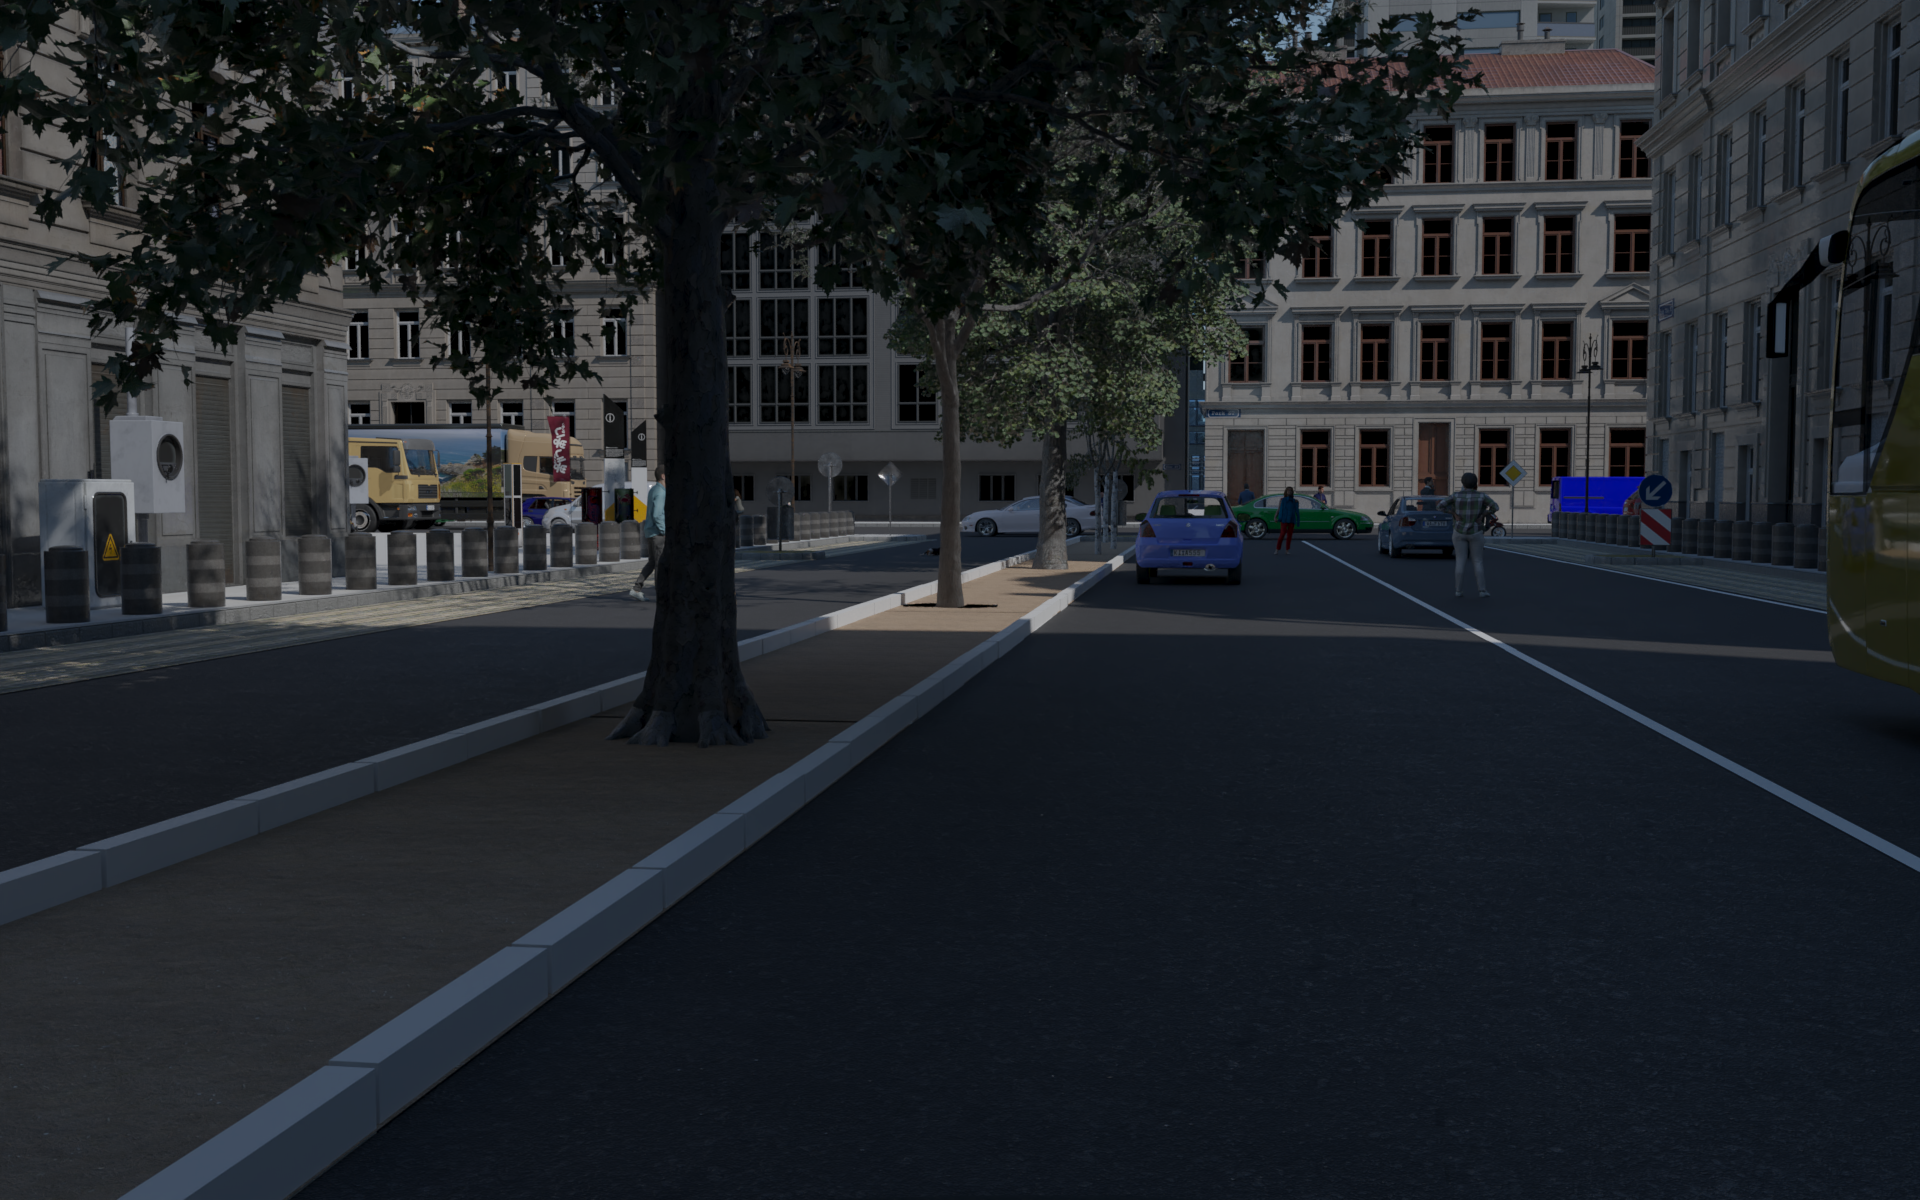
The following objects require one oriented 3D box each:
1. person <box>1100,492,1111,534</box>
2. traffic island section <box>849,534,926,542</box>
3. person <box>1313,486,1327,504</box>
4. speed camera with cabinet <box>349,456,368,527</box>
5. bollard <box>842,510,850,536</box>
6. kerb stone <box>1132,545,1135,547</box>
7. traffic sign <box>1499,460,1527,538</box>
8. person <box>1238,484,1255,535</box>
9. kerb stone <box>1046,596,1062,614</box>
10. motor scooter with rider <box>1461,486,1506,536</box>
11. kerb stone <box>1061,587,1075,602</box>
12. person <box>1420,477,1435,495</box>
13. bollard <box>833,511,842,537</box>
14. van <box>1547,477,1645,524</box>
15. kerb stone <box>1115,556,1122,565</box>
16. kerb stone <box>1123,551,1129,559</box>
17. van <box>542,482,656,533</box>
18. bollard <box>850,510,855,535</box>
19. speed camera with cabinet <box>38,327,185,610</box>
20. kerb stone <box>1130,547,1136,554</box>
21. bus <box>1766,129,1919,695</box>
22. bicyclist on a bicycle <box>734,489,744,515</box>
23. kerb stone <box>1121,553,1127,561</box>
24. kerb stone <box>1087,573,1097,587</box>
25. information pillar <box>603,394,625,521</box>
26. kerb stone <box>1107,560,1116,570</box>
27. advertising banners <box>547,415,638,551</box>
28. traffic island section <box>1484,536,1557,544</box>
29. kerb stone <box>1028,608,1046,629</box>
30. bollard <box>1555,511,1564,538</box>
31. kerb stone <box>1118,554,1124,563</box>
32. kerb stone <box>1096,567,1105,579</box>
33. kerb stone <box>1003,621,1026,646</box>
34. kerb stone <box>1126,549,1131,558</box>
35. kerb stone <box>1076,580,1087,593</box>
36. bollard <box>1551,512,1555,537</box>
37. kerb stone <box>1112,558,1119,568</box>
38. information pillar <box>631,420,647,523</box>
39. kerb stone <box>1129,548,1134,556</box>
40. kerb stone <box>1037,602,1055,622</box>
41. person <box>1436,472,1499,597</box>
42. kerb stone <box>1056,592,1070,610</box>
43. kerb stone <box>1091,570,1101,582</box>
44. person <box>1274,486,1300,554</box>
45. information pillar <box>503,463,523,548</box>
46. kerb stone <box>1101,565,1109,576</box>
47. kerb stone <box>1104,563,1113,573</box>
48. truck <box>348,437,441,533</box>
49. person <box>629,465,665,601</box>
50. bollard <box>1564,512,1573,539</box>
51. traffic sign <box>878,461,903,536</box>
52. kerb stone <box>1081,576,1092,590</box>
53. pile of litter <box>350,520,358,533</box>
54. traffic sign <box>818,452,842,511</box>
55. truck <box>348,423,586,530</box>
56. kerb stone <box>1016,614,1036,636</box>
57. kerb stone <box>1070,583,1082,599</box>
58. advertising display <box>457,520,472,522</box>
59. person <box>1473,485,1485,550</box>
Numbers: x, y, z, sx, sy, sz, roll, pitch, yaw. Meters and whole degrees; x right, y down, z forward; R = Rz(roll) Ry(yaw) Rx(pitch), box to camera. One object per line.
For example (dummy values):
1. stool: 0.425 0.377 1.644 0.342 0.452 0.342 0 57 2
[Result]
1. person: 5.095 -3.128 62.345 0.600 1.496 0.574 1 4 22
2. traffic island section: -2.170 -1.901 53.370 2.009 0.180 2.903 1 4 8
3. person: 13.358 -3.362 64.176 0.576 1.737 0.504 -2 4 -33
4. speed camera with cabinet: -15.239 -2.878 41.396 2.038 3.252 0.660 -3 5 -43
5. bollard: -3.682 -2.352 53.172 0.404 0.777 0.398 0 3 0
6. kerb stone: 4.067 -1.149 41.022 0.120 0.150 1.000 1 4 8
7. traffic sign: 16.151 -2.873 50.616 0.795 2.450 0.064 1 4 8
8. person: 10.181 -3.211 61.189 0.721 1.800 0.419 0 4 7
9. kerb stone: 1.083 0.093 20.670 0.120 0.150 1.000 1 4 8
10. motor scooter with rider: 15.948 -2.740 53.762 1.986 1.779 0.876 1 4 9
11. kerb stone: 1.379 -0.031 22.699 0.120 0.150 1.000 1 4 8
12. person: 12.862 -2.412 47.302 0.474 1.900 0.648 -2 4 -26
13. bollard: -3.850 -2.279 51.983 0.404 0.777 0.398 0 3 0
14. van: 23.540 -3.461 60.979 5.245 2.365 2.240 1 4 8
15. kerb stone: 3.026 -0.712 33.889 0.120 0.150 1.000 1 4 8
16. kerb stone: 3.462 -0.902 36.938 0.120 0.150 1.000 1 4 8
17. van: -11.927 -3.122 58.055 4.112 2.044 2.013 1 4 9
18. bollard: -3.505 -2.426 54.380 0.404 0.777 0.398 0 3 0
19. speed camera with cabinet: -9.746 -1.568 19.968 0.660 3.252 2.038 0 4 6
20. kerb stone: 3.921 -1.086 39.996 0.120 0.150 1.000 1 4 8
21. bus: 5.913 -0.850 5.444 2.896 3.916 12.252 1 4 9
22. bicyclist on a bicycle: -8.403 -3.333 64.509 1.625 1.676 1.499 1 4 10
23. kerb stone: 3.325 -0.840 35.923 0.120 0.150 1.000 1 4 8
24. kerb stone: 1.985 -0.275 26.768 0.120 0.150 1.000 1 4 8
25. information pillar: -8.104 -3.007 40.525 0.504 3.616 0.183 -2 4 -29
26. kerb stone: 2.727 -0.591 31.850 0.120 0.150 1.000 1 4 8
27. advertising banners: -8.288 -2.625 39.114 2.074 3.025 0.090 -2 4 -29
28. traffic island section: 16.176 -1.738 50.689 2.009 0.180 2.903 1 4 8
29. kerb stone: 0.794 0.220 18.637 0.120 0.150 1.000 1 4 8
30. bollard: 17.590 -2.172 50.227 0.404 0.777 0.398 0 3 0
31. kerb stone: 3.175 -0.777 34.902 0.120 0.150 1.000 1 4 8
32. kerb stone: 2.280 -0.404 28.808 0.120 0.150 1.000 1 4 8
33. kerb stone: 0.499 0.342 16.609 0.120 0.150 1.000 1 4 8
34. kerb stone: 3.617 -0.961 37.956 0.120 0.150 1.000 1 4 8
35. kerb stone: 1.681 -0.155 24.735 0.120 0.150 1.000 1 4 8
36. bollard: 17.774 -2.245 51.429 0.404 0.777 0.398 0 3 0
37. kerb stone: 2.879 -0.653 32.875 0.120 0.150 1.000 1 4 8
38. information pillar: -10.032 -3.848 54.262 0.504 3.616 0.183 0 4 -5
39. kerb stone: 3.765 -1.026 38.970 0.120 0.150 1.000 1 4 8
40. kerb stone: 0.941 0.157 19.655 0.120 0.150 1.000 1 4 8
41. person: 7.098 -0.914 24.170 0.841 1.734 0.376 2 4 25
42. kerb stone: 1.248 0.031 21.681 0.120 0.150 1.000 1 4 8
43. kerb stone: 2.128 -0.342 27.790 0.120 0.150 1.000 1 4 8
44. person: 7.772 -1.893 41.148 0.593 1.614 0.444 1 4 15
45. information pillar: -10.648 -2.249 41.265 0.304 2.012 0.304 2 4 33
46. kerb stone: 2.425 -0.466 29.822 0.120 0.150 1.000 1 4 8
47. kerb stone: 2.581 -0.524 30.836 0.120 0.150 1.000 1 4 8
48. truck: -22.178 -3.910 59.846 9.791 3.379 3.469 0 4 8
49. person: -4.098 -0.893 23.117 0.620 1.820 0.660 -2 4 -26
50. bollard: 17.420 -2.099 49.037 0.404 0.777 0.398 0 3 0
51. traffic sign: -2.145 -3.037 53.305 0.795 2.450 0.064 1 4 8
52. kerb stone: 1.832 -0.215 25.749 0.120 0.150 1.000 1 4 8
53. pile of litter: -10.606 -0.929 29.157 1.176 0.858 1.719 0 4 -3
54. traffic sign: -3.961 -3.219 52.734 0.768 2.556 0.104 1 4 10
55. truck: -20.205 -4.966 70.114 11.283 4.237 2.839 0 4 7
56. kerb stone: 0.640 0.280 17.624 0.120 0.150 1.000 1 4 8
57. kerb stone: 1.533 -0.093 23.712 0.120 0.150 1.000 1 4 8
58. advertising display: -23.046 -4.574 79.995 0.974 1.923 0.123 -1 4 -9
59. person: 13.282 -2.163 44.681 0.655 1.722 0.431 3 5 41
